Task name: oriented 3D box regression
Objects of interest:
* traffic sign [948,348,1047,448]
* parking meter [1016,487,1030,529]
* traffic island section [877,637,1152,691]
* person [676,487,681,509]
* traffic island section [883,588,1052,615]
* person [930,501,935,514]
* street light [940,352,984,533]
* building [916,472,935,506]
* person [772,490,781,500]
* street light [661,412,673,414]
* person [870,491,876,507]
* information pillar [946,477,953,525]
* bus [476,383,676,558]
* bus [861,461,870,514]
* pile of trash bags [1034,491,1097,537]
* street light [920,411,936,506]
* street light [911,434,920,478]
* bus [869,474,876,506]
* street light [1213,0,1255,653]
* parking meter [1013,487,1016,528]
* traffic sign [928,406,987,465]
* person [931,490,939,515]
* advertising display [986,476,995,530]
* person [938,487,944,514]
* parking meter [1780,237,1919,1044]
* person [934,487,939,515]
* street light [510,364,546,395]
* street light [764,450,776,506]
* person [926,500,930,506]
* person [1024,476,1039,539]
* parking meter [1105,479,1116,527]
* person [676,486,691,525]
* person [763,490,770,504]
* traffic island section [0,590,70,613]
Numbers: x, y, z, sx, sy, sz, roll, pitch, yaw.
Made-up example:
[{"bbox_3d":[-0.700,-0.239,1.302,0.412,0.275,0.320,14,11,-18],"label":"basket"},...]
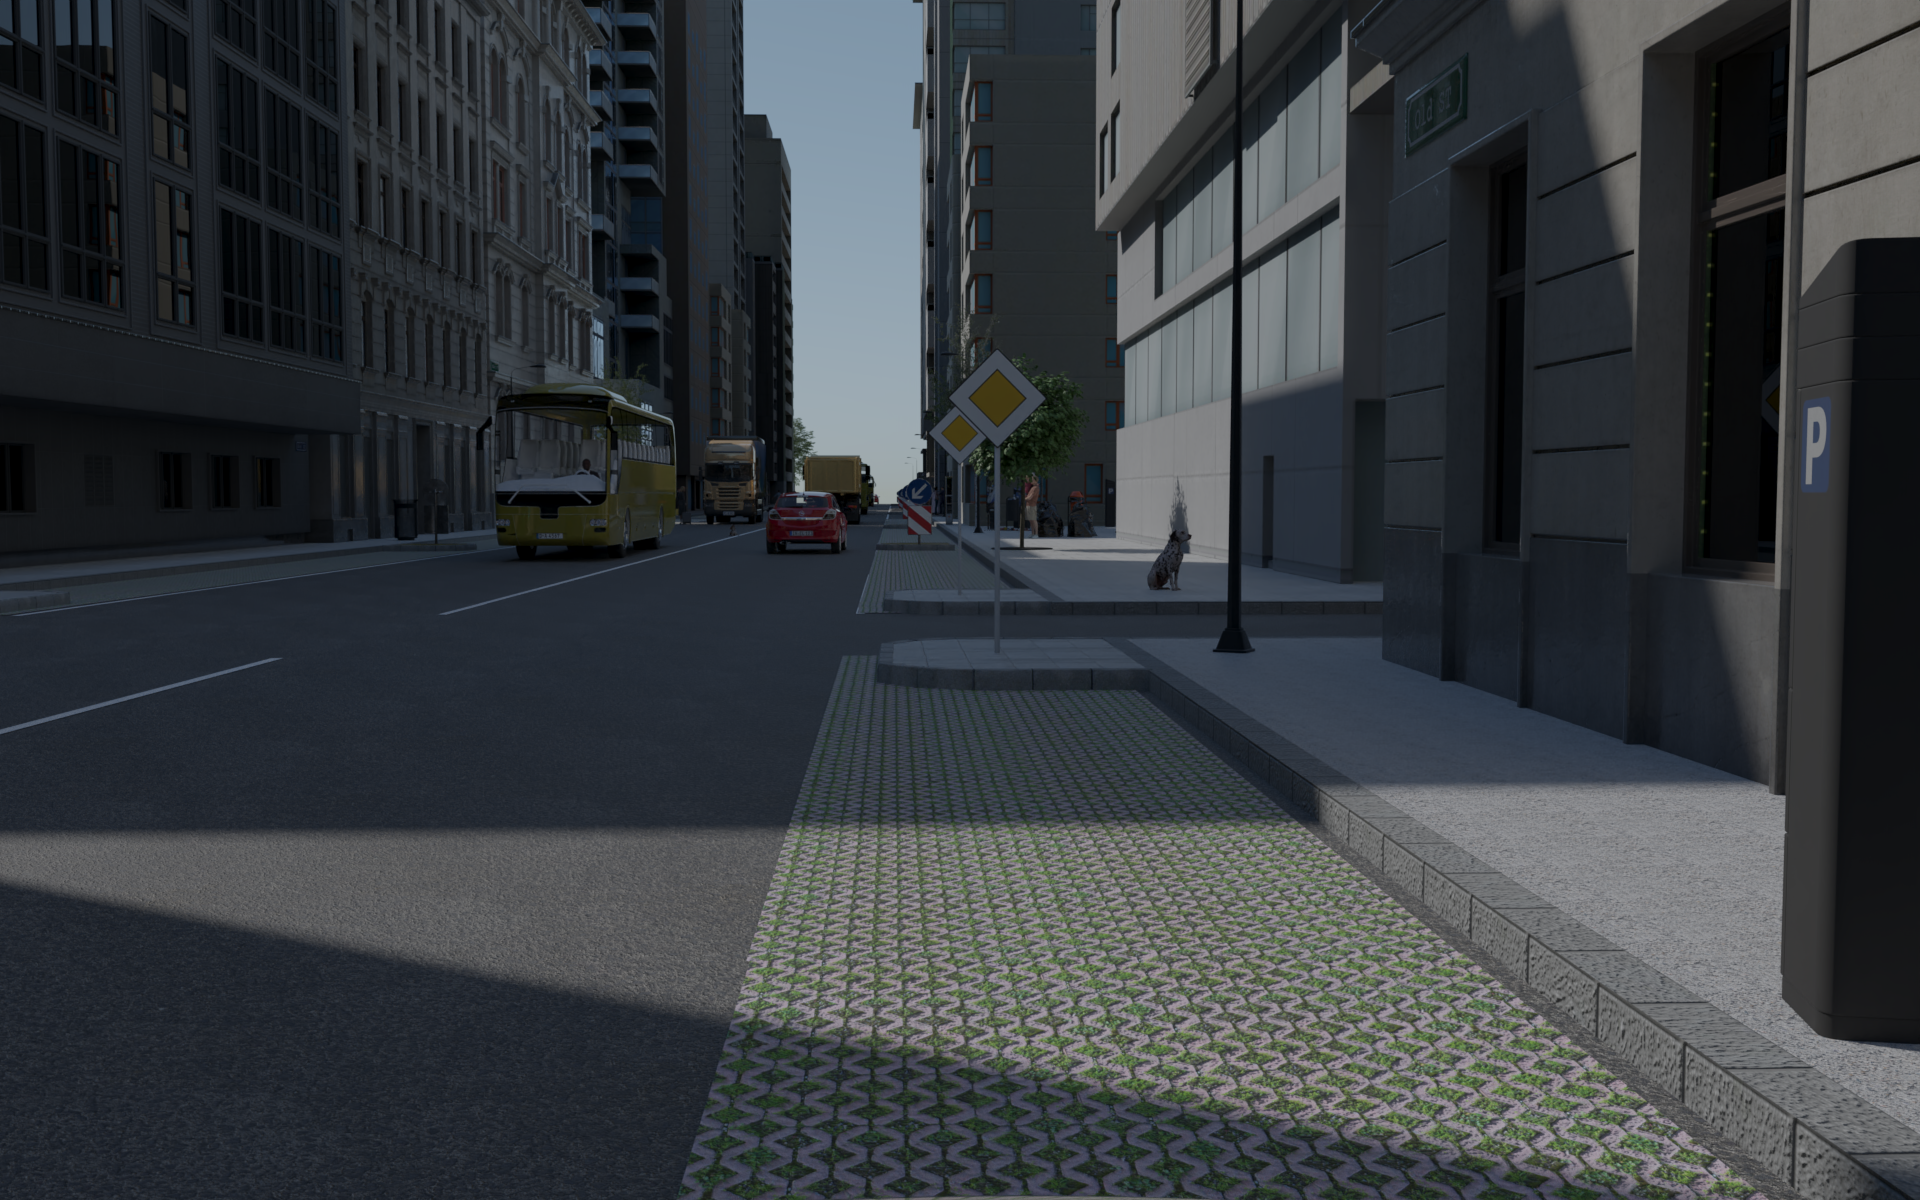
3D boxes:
[{"bbox_3d":[0.319,-0.717,13.910,0.795,2.593,0.064,0,4,-2],"label":"traffic sign"},{"bbox_3d":[2.428,-3.413,64.217,0.372,1.533,0.369,0,3,0],"label":"parking meter"},{"bbox_3d":[0.342,0.507,13.994,2.009,0.180,2.903,0,4,-2],"label":"traffic island section"},{"bbox_3d":[-17.685,-6.267,109.311,0.445,1.727,0.742,-1,4,-20],"label":"person"},{"bbox_3d":[0.038,0.019,21.973,2.009,0.180,2.903,0,4,-2],"label":"traffic island section"},{"bbox_3d":[-1.675,-6.321,112.649,0.557,1.426,1.065,1,4,17],"label":"person"},{"bbox_3d":[0.065,-5.152,56.772,1.470,5.913,1.316,0,4,-2],"label":"street light"},{"bbox_3d":[5.456,-46.194,193.518,20.563,71.187,20.611,0,4,-2],"label":"building"},{"bbox_3d":[-17.581,-9.748,167.860,1.348,1.826,0.705,-2,4,-30],"label":"person"},{"bbox_3d":[-16.880,-7.670,97.947,1.470,5.913,1.316,0,4,-2],"label":"street light"},{"bbox_3d":[-9.693,-11.225,192.815,0.721,1.735,1.217,-3,4,-36],"label":"person"},{"bbox_3d":[-0.452,-4.171,72.680,0.304,2.012,0.304,0,4,-2],"label":"information pillar"},{"bbox_3d":[-8.845,-3.081,41.926,2.896,3.916,12.252,0,4,-3],"label":"bus"},{"bbox_3d":[-7.874,-8.151,124.819,2.896,3.916,12.252,0,4,-3],"label":"bus"},{"bbox_3d":[3.290,-2.625,52.674,1.912,1.369,3.447,1,4,13],"label":"pile of trash bags"},{"bbox_3d":[-1.364,-7.596,96.742,1.470,5.913,1.316,0,4,-2],"label":"street light"},{"bbox_3d":[-2.815,-9.858,133.721,1.470,5.913,1.316,0,4,-2],"label":"street light"},{"bbox_3d":[-11.540,-13.212,207.559,2.896,3.916,12.252,0,4,-2],"label":"bus"},{"bbox_3d":[1.691,-2.531,13.918,1.470,5.913,1.316,0,4,-2],"label":"street light"},{"bbox_3d":[2.196,-3.472,65.174,0.372,1.533,0.369,0,3,0],"label":"parking meter"},{"bbox_3d":[0.015,-1.205,21.889,0.795,2.593,0.064,0,4,-2],"label":"traffic sign"},{"bbox_3d":[-1.523,-6.192,107.959,0.551,1.740,0.621,-2,4,-32],"label":"person"},{"bbox_3d":[1.184,-3.483,62.161,0.123,1.923,0.974,-1,4,-22],"label":"advertising display"},{"bbox_3d":[-1.205,-6.404,111.201,0.568,1.767,0.683,2,4,27],"label":"person"},{"bbox_3d":[2.185,0.093,4.184,0.255,1.863,0.399,1,4,11],"label":"parking meter"},{"bbox_3d":[-1.368,-6.079,106.137,0.721,1.736,1.217,0,4,2],"label":"person"},{"bbox_3d":[-15.528,-5.482,62.167,1.470,5.913,1.316,0,4,-2],"label":"street light"},{"bbox_3d":[-19.901,-12.737,180.794,1.470,5.913,1.316,0,4,-2],"label":"street light"},{"bbox_3d":[-2.585,-8.025,137.806,0.434,1.755,0.990,-1,4,-10],"label":"person"},{"bbox_3d":[2.055,-2.689,49.984,0.580,1.828,0.573,2,4,27],"label":"person"},{"bbox_3d":[5.856,-3.772,67.380,0.399,1.863,0.255,0,4,-6],"label":"parking meter"},{"bbox_3d":[-13.070,-4.464,81.700,0.699,1.804,1.509,-1,4,-11],"label":"person"},{"bbox_3d":[-20.804,-11.012,186.620,0.750,1.759,0.617,0,4,-7],"label":"person"},{"bbox_3d":[-12.494,0.048,21.502,2.009,0.180,2.903,0,4,-2],"label":"traffic island section"}]
